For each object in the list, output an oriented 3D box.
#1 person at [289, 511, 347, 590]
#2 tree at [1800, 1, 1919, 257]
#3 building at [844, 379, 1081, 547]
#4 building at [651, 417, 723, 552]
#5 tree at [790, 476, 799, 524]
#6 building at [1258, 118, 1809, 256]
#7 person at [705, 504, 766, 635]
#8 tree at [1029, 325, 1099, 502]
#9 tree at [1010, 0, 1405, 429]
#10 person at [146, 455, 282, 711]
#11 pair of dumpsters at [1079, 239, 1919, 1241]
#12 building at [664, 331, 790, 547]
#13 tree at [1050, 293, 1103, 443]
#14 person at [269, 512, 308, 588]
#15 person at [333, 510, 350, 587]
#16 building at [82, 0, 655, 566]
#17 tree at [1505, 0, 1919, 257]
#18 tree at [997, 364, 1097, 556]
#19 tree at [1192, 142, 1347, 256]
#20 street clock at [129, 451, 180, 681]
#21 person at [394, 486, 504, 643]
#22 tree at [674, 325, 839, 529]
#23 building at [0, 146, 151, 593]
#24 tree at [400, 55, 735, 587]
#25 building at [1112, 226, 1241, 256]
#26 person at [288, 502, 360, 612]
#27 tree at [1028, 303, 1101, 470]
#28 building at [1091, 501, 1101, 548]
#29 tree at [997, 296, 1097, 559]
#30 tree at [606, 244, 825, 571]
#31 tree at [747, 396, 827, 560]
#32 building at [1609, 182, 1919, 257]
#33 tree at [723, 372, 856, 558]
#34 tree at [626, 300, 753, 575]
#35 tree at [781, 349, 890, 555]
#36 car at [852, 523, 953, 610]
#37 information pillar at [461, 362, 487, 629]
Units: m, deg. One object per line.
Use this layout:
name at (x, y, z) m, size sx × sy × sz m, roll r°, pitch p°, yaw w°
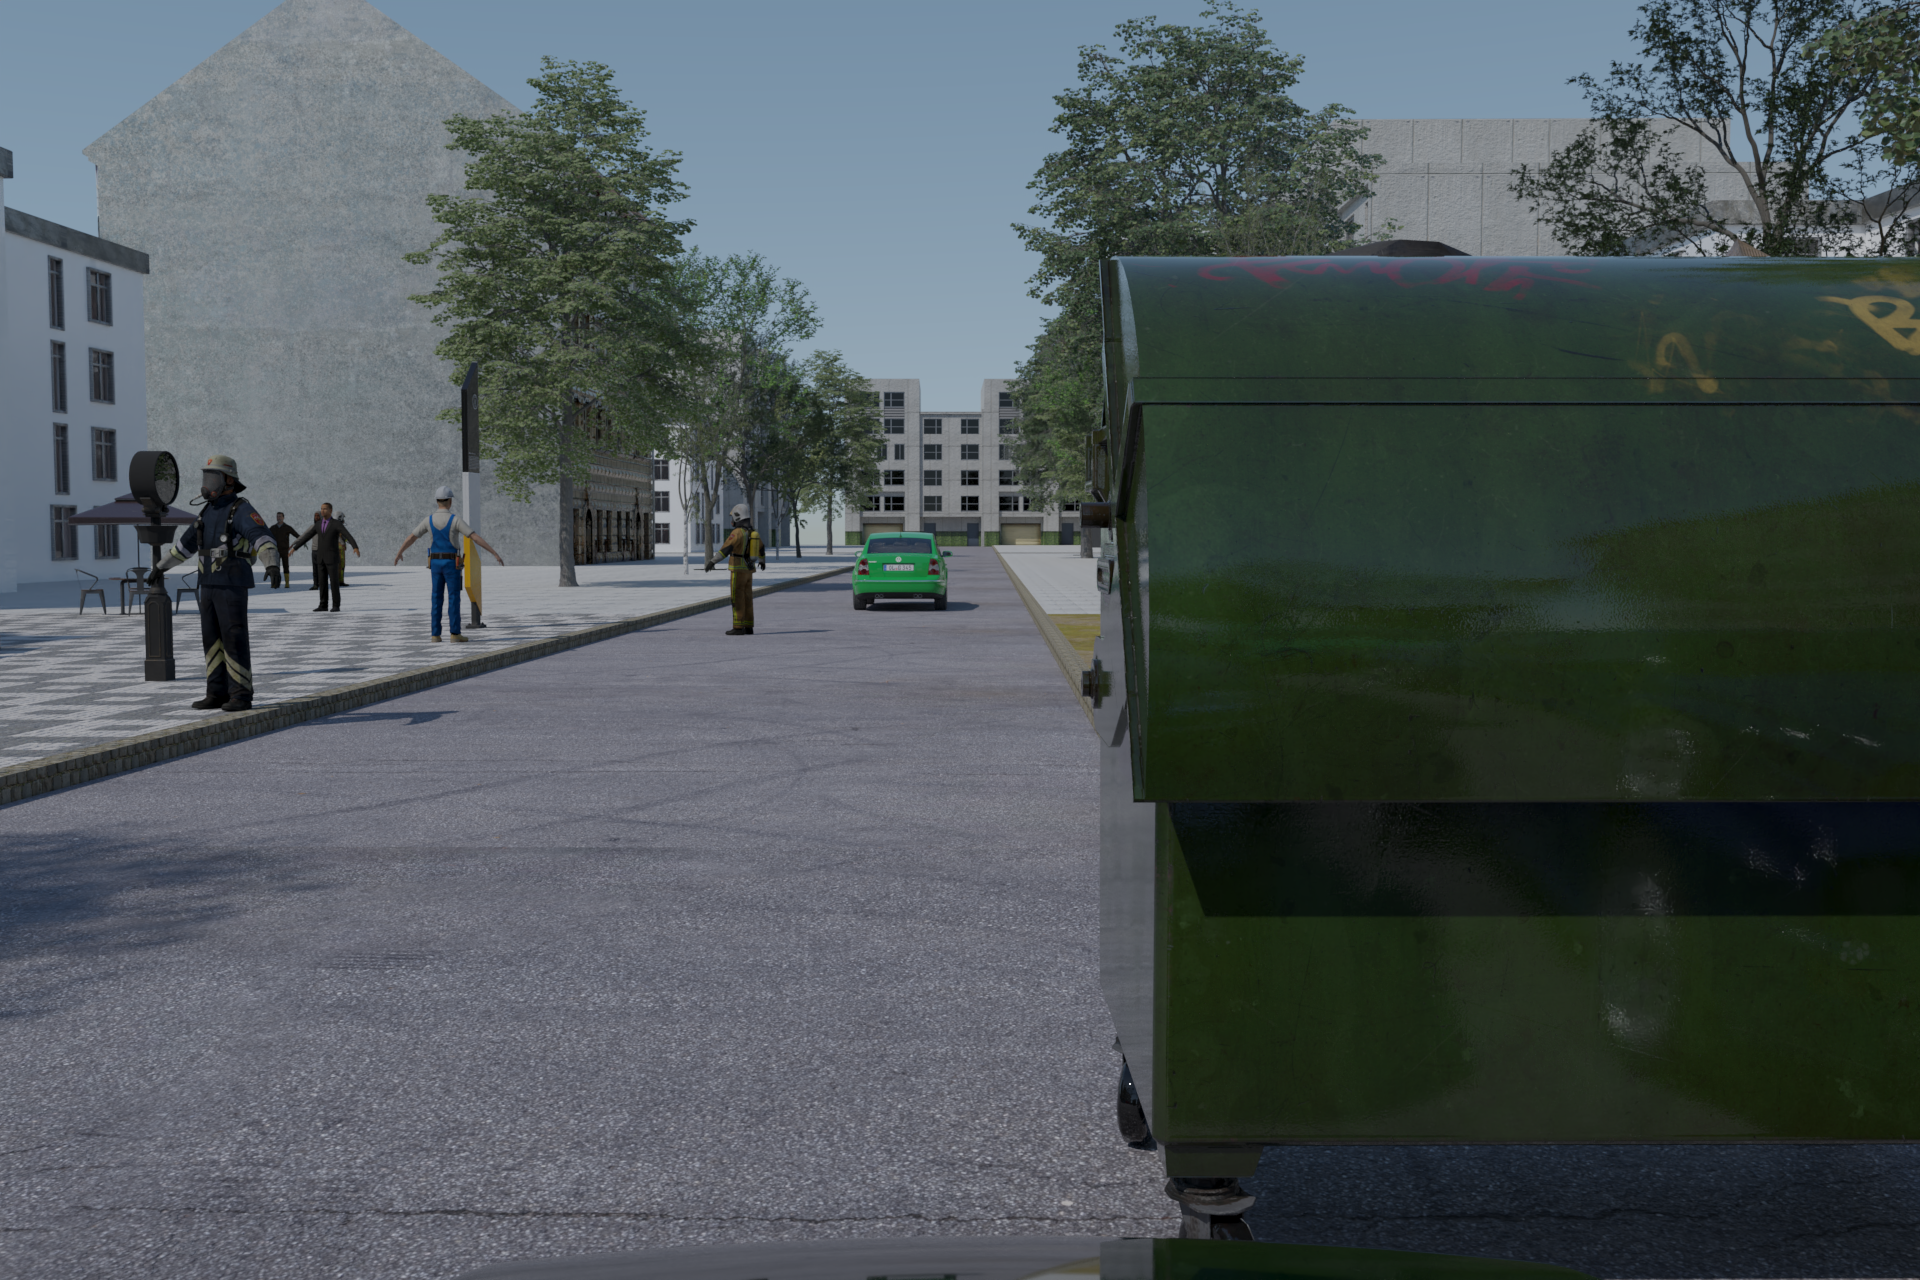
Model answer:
person at (-14.615, -2.040, 39.490) m, size 1.348 × 1.813 × 0.705 m, roll 0°, pitch 4°, yaw 4°
tree at (10.346, -6.437, 11.906) m, size 9.857 × 13.997 × 8.962 m, roll 0°, pitch 3°, yaw 0°
building at (2.630, -20.493, 203.975) m, size 31.486 × 18.905 × 16.747 m, roll 0°, pitch 4°, yaw -1°
building at (-22.848, -11.793, 134.964) m, size 9.099 × 9.664 × 28.070 m, roll 0°, pitch 4°, yaw 2°
tree at (-22.428, -17.956, 200.241) m, size 9.857 × 13.997 × 8.962 m, roll 0°, pitch 3°, yaw 0°
building at (24.423, -13.213, 82.495) m, size 16.747 × 18.905 × 31.486 m, roll 0°, pitch 4°, yaw 1°
person at (-3.122, -1.001, 24.594) m, size 0.705 × 1.858 × 1.354 m, roll 2°, pitch 4°, yaw 29°
tree at (7.088, -9.891, 79.847) m, size 7.486 × 12.596 × 7.792 m, roll 0°, pitch 3°, yaw 0°
tree at (6.123, -8.278, 41.998) m, size 9.857 × 13.997 × 8.962 m, roll 0°, pitch 3°, yaw 0°
person at (-5.378, -0.418, 12.607) m, size 1.354 × 1.856 × 0.705 m, roll 2°, pitch 4°, yaw 28°
pair of dumpsters at (2.466, 0.081, 3.631) m, size 4.436 × 2.255 × 1.574 m, roll 0°, pitch 4°, yaw 0°
building at (-26.662, -18.302, 165.698) m, size 16.747 × 18.905 × 31.486 m, roll 0°, pitch 4°, yaw 2°
tree at (6.590, -7.444, 56.120) m, size 7.601 × 10.594 × 8.767 m, roll -3°, pitch 5°, yaw -41°
person at (-16.124, -2.138, 41.097) m, size 1.346 × 1.812 × 0.704 m, roll 0°, pitch 4°, yaw -2°
person at (-15.178, -2.239, 42.381) m, size 1.354 × 1.858 × 0.705 m, roll 3°, pitch 5°, yaw 43°
building at (-24.715, -15.074, 77.386) m, size 19.493 × 23.208 × 18.063 m, roll 0°, pitch 4°, yaw 1°
tree at (11.756, -5.462, 23.711) m, size 8.767 × 10.594 × 7.601 m, roll 1°, pitch 4°, yaw 22°
tree at (7.299, -11.779, 102.963) m, size 12.009 × 13.543 × 11.850 m, roll 0°, pitch 3°, yaw 0°
tree at (6.105, -5.060, 33.094) m, size 4.360 × 8.622 × 3.978 m, roll 0°, pitch 3°, yaw 0°
street clock at (-7.008, -0.645, 15.117) m, size 0.358 × 2.002 × 0.471 m, roll 0°, pitch 4°, yaw 1°
person at (-6.085, -0.897, 20.517) m, size 1.347 × 1.847 × 0.705 m, roll 0°, pitch 4°, yaw 6°
tree at (-8.891, -8.626, 75.453) m, size 8.767 × 10.594 × 7.601 m, roll 2°, pitch 4°, yaw 24°
building at (-25.272, -5.871, 38.141) m, size 9.099 × 9.664 × 28.070 m, roll 0°, pitch 4°, yaw 1°
tree at (-9.311, -7.543, 41.454) m, size 7.486 × 12.596 × 7.792 m, roll 0°, pitch 3°, yaw 0°
building at (24.644, -17.576, 131.335) m, size 27.936 × 21.610 × 32.646 m, roll 0°, pitch 4°, yaw 1°
person at (-10.440, -1.366, 28.565) m, size 1.346 × 1.802 × 0.704 m, roll 1°, pitch 4°, yaw 16°
tree at (6.260, -8.793, 69.518) m, size 9.928 × 11.665 × 9.643 m, roll 0°, pitch 3°, yaw 0°
building at (26.279, -20.449, 178.311) m, size 27.936 × 21.610 × 32.646 m, roll 0°, pitch 4°, yaw 0°
tree at (6.795, -11.263, 90.802) m, size 9.857 × 13.997 × 8.962 m, roll 0°, pitch 3°, yaw 0°
tree at (-8.796, -8.287, 61.249) m, size 9.928 × 11.665 × 9.643 m, roll 0°, pitch 3°, yaw 0°
tree at (-8.843, -8.247, 85.197) m, size 4.737 × 8.622 × 4.395 m, roll 0°, pitch 3°, yaw 0°
building at (23.429, -6.217, 43.803) m, size 9.099 × 9.664 × 28.070 m, roll 0°, pitch 4°, yaw 0°
tree at (-8.954, -9.731, 93.516) m, size 7.601 × 10.594 × 8.767 m, roll 3°, pitch 4°, yaw 39°
tree at (-8.898, -6.369, 54.501) m, size 4.360 × 8.622 × 3.978 m, roll 0°, pitch 3°, yaw 0°
tree at (-7.834, -11.528, 106.617) m, size 7.486 × 12.596 × 7.792 m, roll 0°, pitch 3°, yaw 0°
car at (-1.124, -1.541, 33.986) m, size 1.959 × 1.807 × 4.718 m, roll 0°, pitch 3°, yaw 0°
information pillar at (-6.601, -1.961, 23.422) m, size 0.183 × 3.616 × 0.504 m, roll 0°, pitch 4°, yaw 2°
